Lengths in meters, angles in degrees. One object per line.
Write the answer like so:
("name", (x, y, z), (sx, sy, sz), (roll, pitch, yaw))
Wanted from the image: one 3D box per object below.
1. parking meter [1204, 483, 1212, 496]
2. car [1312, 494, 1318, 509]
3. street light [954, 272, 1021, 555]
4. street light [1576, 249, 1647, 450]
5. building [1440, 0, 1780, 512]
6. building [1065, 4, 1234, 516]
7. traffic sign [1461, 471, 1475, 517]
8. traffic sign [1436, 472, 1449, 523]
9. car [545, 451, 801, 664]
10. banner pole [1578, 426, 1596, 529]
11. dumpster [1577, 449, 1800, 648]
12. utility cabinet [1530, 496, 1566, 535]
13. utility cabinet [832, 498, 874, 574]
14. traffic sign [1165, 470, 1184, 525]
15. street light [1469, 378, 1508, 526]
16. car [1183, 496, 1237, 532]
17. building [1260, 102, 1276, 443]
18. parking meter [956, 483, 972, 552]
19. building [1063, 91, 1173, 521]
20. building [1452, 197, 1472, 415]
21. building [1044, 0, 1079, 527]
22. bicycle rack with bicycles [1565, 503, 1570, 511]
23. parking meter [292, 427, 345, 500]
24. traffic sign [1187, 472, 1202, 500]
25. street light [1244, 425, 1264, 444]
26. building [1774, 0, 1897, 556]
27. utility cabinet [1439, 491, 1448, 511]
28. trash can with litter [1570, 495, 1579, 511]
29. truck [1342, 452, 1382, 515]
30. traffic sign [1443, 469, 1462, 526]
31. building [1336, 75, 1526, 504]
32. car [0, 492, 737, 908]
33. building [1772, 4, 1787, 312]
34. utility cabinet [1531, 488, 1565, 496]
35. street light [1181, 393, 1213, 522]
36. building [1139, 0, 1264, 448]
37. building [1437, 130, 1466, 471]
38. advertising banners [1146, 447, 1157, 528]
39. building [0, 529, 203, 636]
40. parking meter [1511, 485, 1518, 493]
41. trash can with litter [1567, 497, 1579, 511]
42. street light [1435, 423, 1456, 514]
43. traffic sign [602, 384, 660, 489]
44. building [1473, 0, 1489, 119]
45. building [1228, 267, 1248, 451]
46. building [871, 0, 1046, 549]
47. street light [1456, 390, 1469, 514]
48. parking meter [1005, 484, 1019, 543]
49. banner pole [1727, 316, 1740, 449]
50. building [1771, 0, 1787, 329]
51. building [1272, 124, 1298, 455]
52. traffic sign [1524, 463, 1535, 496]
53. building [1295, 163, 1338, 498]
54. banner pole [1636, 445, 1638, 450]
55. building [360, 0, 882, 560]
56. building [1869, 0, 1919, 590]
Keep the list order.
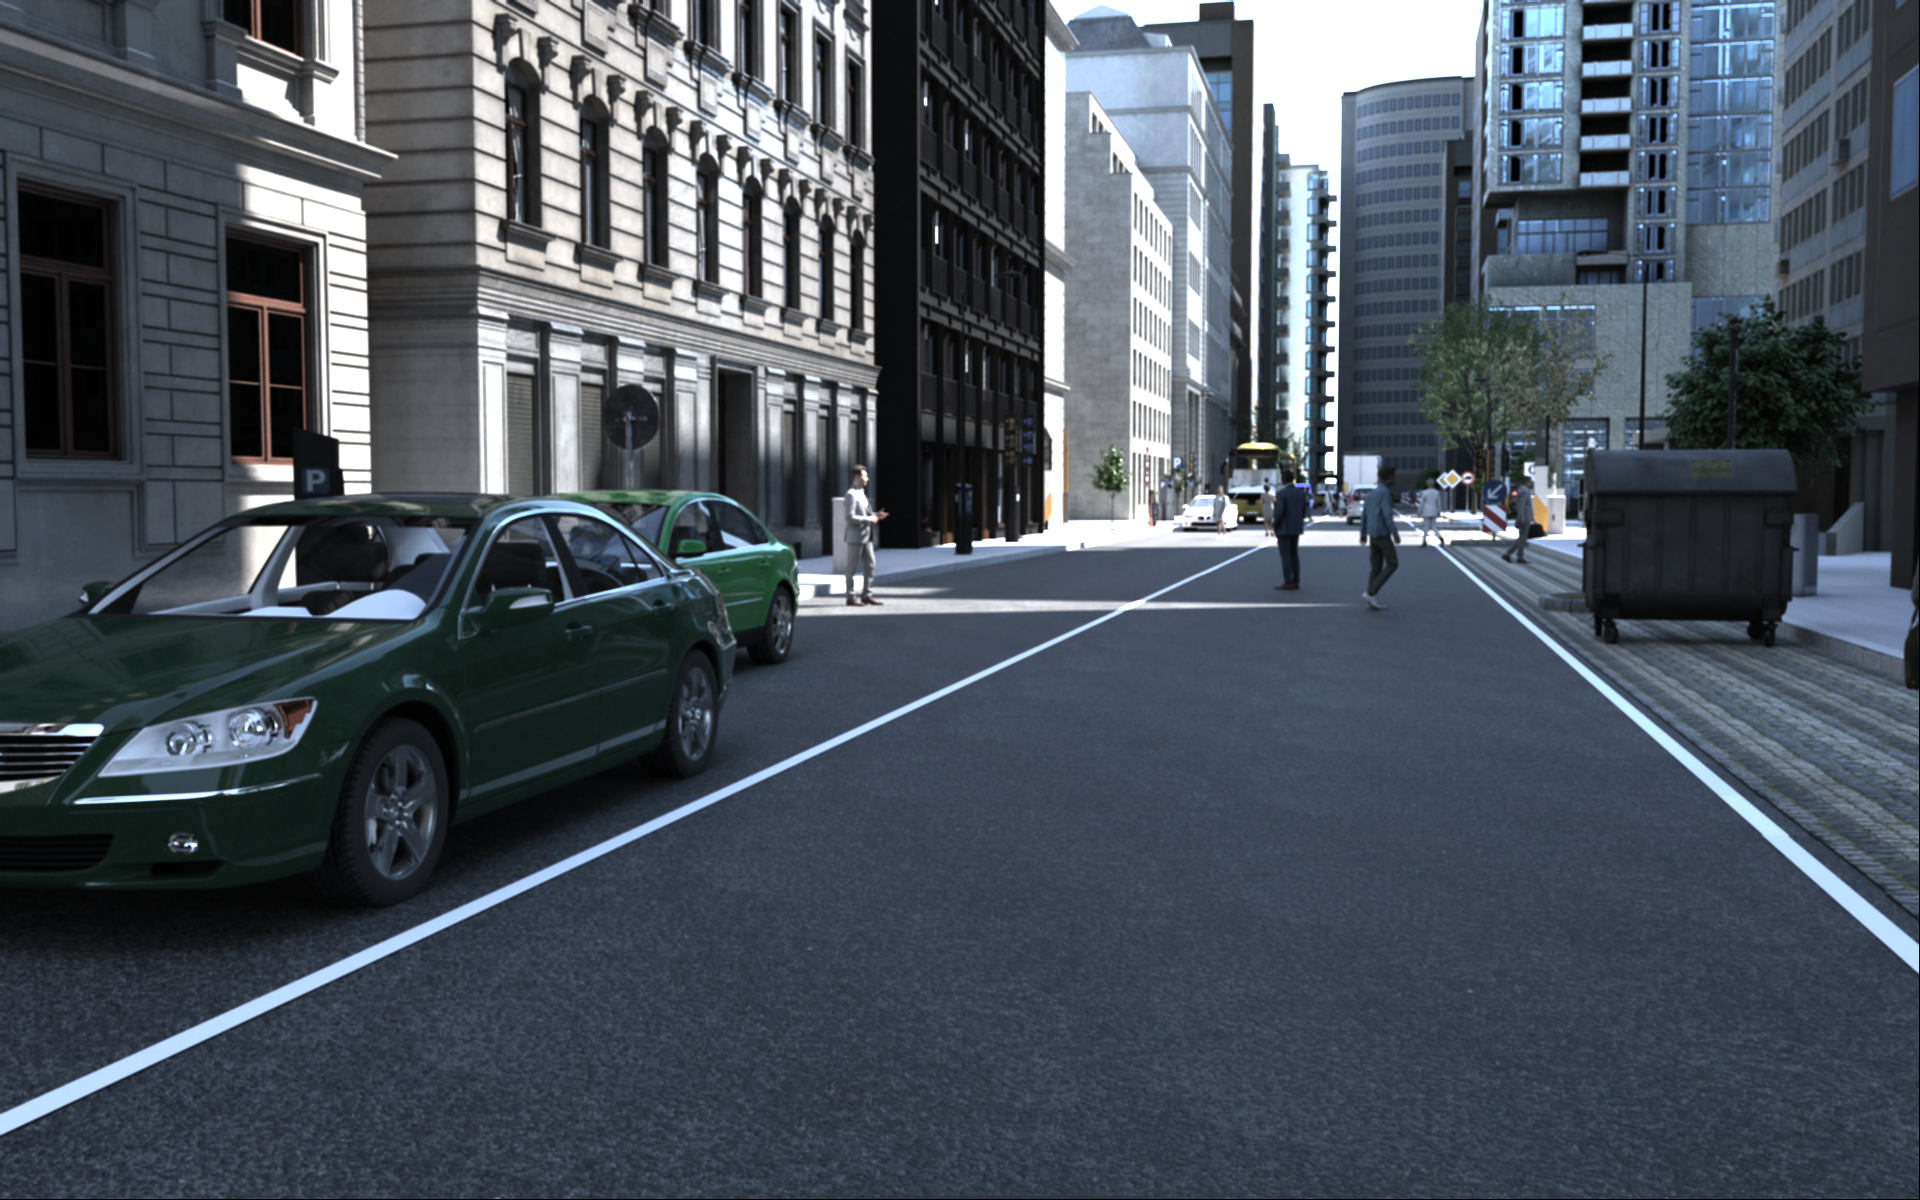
("parking meter", (12.793, -5.117, 89.367), (0.399, 1.863, 0.255), (3, 5, 41))
("car", (34.276, -9.808, 170.582), (2.015, 1.641, 3.980), (1, 4, 13))
("street light", (0.592, -3.907, 36.422), (1.470, 5.913, 1.316), (1, 4, 13))
("street light", (12.380, -3.690, 32.881), (1.470, 5.913, 1.316), (1, 4, 13))
("building", (49.076, -50.030, 130.657), (22.319, 86.520, 31.000), (1, 4, 13))
("building", (11.109, -20.567, 113.755), (11.434, 29.767, 29.804), (1, 4, 13))
("traffic sign", (28.237, -5.889, 96.398), (0.768, 2.556, 0.104), (1, 4, 17))
("traffic sign", (21.728, -4.528, 77.668), (0.795, 2.450, 0.064), (1, 4, 13))
("car", (-2.661, -0.287, 13.497), (1.959, 1.807, 4.718), (1, 4, 13))
("banner pole", (23.284, -4.535, 64.166), (0.863, 3.779, 0.401), (-2, 4, -34))
("dumpster", (6.980, -0.519, 16.708), (1.865, 1.857, 1.264), (1, 4, 15))
("utility cabinet", (18.385, -2.632, 54.195), (1.020, 1.237, 0.306), (2, 4, 24))
("utility cabinet", (-1.727, -1.044, 28.235), (0.306, 1.237, 1.020), (1, 4, 21))
("traffic sign", (8.982, -4.213, 72.528), (0.795, 2.450, 0.064), (1, 4, 13))
("street light", (21.281, -5.931, 69.516), (1.470, 5.913, 1.316), (1, 4, 13))
("car", (9.766, -3.368, 67.435), (2.083, 1.381, 4.827), (1, 4, 13))
("building", (24.669, -30.196, 177.305), (14.154, 41.232, 14.086), (1, 4, 13))
("parking meter", (0.087, -1.815, 38.086), (0.372, 1.533, 0.369), (0, 3, 0))
("building", (5.032, -14.481, 91.521), (10.420, 20.320, 16.860), (1, 4, 13))
("building", (55.347, -24.311, 169.189), (14.160, 30.474, 14.107), (1, 4, 13))
("building", (-7.864, -17.135, 67.541), (23.554, 28.519, 14.401), (1, 4, 13))
("bicycle rack with bicycles", (37.101, -5.634, 105.500), (2.852, 0.926, 2.925), (0, 4, -5))
("parking meter", (-5.605, -0.579, 15.175), (0.399, 1.863, 0.255), (-1, 4, -13))
("traffic sign", (10.847, -4.688, 80.293), (0.795, 2.450, 0.064), (1, 4, 13))
("street light", (19.759, -8.833, 116.955), (1.470, 5.913, 1.316), (1, 4, 13))
("building", (33.693, -21.269, 39.622), (32.217, 40.220, 23.993), (1, 4, 13))
("utility cabinet", (36.021, -7.361, 129.032), (0.318, 1.500, 1.173), (0, 4, -2))
("trash can with litter", (30.713, -4.684, 87.636), (2.233, 1.210, 1.678), (1, 4, 20))
("truck", (28.138, -8.073, 120.908), (2.839, 4.237, 11.283), (1, 4, 15))
("traffic sign", (19.863, -4.053, 69.903), (0.795, 2.450, 0.064), (1, 4, 13))
("building", (67.156, -42.780, 241.457), (28.212, 58.520, 21.231), (1, 4, 13))
("car", (-2.506, 0.253, 7.656), (2.131, 1.459, 4.920), (1, 4, 13))
("building", (56.081, -28.372, 83.493), (30.456, 49.044, 23.786), (1, 4, 13))
("utility cabinet", (22.327, -3.494, 65.811), (1.173, 1.500, 0.318), (0, 4, -1))
("street light", (10.989, -6.577, 80.075), (1.470, 5.913, 1.316), (1, 4, 13))
("building", (20.962, -31.374, 163.079), (14.600, 45.320, 14.200), (1, 4, 13))
("building", (66.248, -34.397, 212.503), (14.600, 45.320, 14.200), (1, 4, 13))
("advertising banners", (7.200, -4.227, 65.304), (0.090, 3.025, 2.074), (1, 4, 18))
("building", (-14.253, -10.745, 11.845), (11.583, 22.565, 21.152), (1, 4, 13))
("parking meter", (36.303, -6.587, 113.413), (0.399, 1.863, 0.255), (0, 4, 5))
("trash can with litter", (36.037, -5.528, 101.772), (1.055, 1.170, 0.624), (0, 4, 7))
("street light", (31.932, -8.640, 113.802), (1.470, 5.913, 1.316), (1, 4, 13))
("traffic sign", (-3.834, -1.225, 20.129), (0.768, 2.556, 0.104), (1, 4, 21))
("building", (53.044, -30.833, 154.234), (14.600, 45.320, 14.200), (1, 4, 13))
("building", (15.758, -18.295, 140.929), (13.314, 21.916, 24.055), (1, 4, 13))
("building", (-5.118, -13.403, 48.825), (12.332, 23.373, 15.834), (1, 4, 13))
("street light", (23.112, -6.410, 77.338), (1.470, 5.913, 1.316), (1, 4, 13))
("parking meter", (1.375, -2.287, 45.797), (0.372, 1.533, 0.369), (0, 3, 0))
("banner pole", (10.981, -2.117, 24.630), (0.401, 3.779, 0.863), (2, 4, 32))
("building", (88.608, -46.805, 203.509), (20.611, 71.187, 20.563), (1, 4, 13))
("building", (25.583, -36.514, 216.612), (30.456, 49.044, 23.786), (1, 4, 13))
("traffic sign", (18.236, -3.239, 55.085), (0.606, 2.300, 0.079), (1, 4, 18))
("building", (38.815, -38.569, 250.215), (30.456, 49.044, 23.786), (1, 4, 13))
("banner pole", (30.415, -5.323, 77.054), (0.401, 3.779, 0.863), (-3, 5, -39))
("building", (-8.466, -11.117, 30.911), (9.793, 20.994, 18.267), (1, 4, 13))
("building", (17.721, -22.295, 14.632), (14.600, 45.320, 14.200), (1, 4, 13))
